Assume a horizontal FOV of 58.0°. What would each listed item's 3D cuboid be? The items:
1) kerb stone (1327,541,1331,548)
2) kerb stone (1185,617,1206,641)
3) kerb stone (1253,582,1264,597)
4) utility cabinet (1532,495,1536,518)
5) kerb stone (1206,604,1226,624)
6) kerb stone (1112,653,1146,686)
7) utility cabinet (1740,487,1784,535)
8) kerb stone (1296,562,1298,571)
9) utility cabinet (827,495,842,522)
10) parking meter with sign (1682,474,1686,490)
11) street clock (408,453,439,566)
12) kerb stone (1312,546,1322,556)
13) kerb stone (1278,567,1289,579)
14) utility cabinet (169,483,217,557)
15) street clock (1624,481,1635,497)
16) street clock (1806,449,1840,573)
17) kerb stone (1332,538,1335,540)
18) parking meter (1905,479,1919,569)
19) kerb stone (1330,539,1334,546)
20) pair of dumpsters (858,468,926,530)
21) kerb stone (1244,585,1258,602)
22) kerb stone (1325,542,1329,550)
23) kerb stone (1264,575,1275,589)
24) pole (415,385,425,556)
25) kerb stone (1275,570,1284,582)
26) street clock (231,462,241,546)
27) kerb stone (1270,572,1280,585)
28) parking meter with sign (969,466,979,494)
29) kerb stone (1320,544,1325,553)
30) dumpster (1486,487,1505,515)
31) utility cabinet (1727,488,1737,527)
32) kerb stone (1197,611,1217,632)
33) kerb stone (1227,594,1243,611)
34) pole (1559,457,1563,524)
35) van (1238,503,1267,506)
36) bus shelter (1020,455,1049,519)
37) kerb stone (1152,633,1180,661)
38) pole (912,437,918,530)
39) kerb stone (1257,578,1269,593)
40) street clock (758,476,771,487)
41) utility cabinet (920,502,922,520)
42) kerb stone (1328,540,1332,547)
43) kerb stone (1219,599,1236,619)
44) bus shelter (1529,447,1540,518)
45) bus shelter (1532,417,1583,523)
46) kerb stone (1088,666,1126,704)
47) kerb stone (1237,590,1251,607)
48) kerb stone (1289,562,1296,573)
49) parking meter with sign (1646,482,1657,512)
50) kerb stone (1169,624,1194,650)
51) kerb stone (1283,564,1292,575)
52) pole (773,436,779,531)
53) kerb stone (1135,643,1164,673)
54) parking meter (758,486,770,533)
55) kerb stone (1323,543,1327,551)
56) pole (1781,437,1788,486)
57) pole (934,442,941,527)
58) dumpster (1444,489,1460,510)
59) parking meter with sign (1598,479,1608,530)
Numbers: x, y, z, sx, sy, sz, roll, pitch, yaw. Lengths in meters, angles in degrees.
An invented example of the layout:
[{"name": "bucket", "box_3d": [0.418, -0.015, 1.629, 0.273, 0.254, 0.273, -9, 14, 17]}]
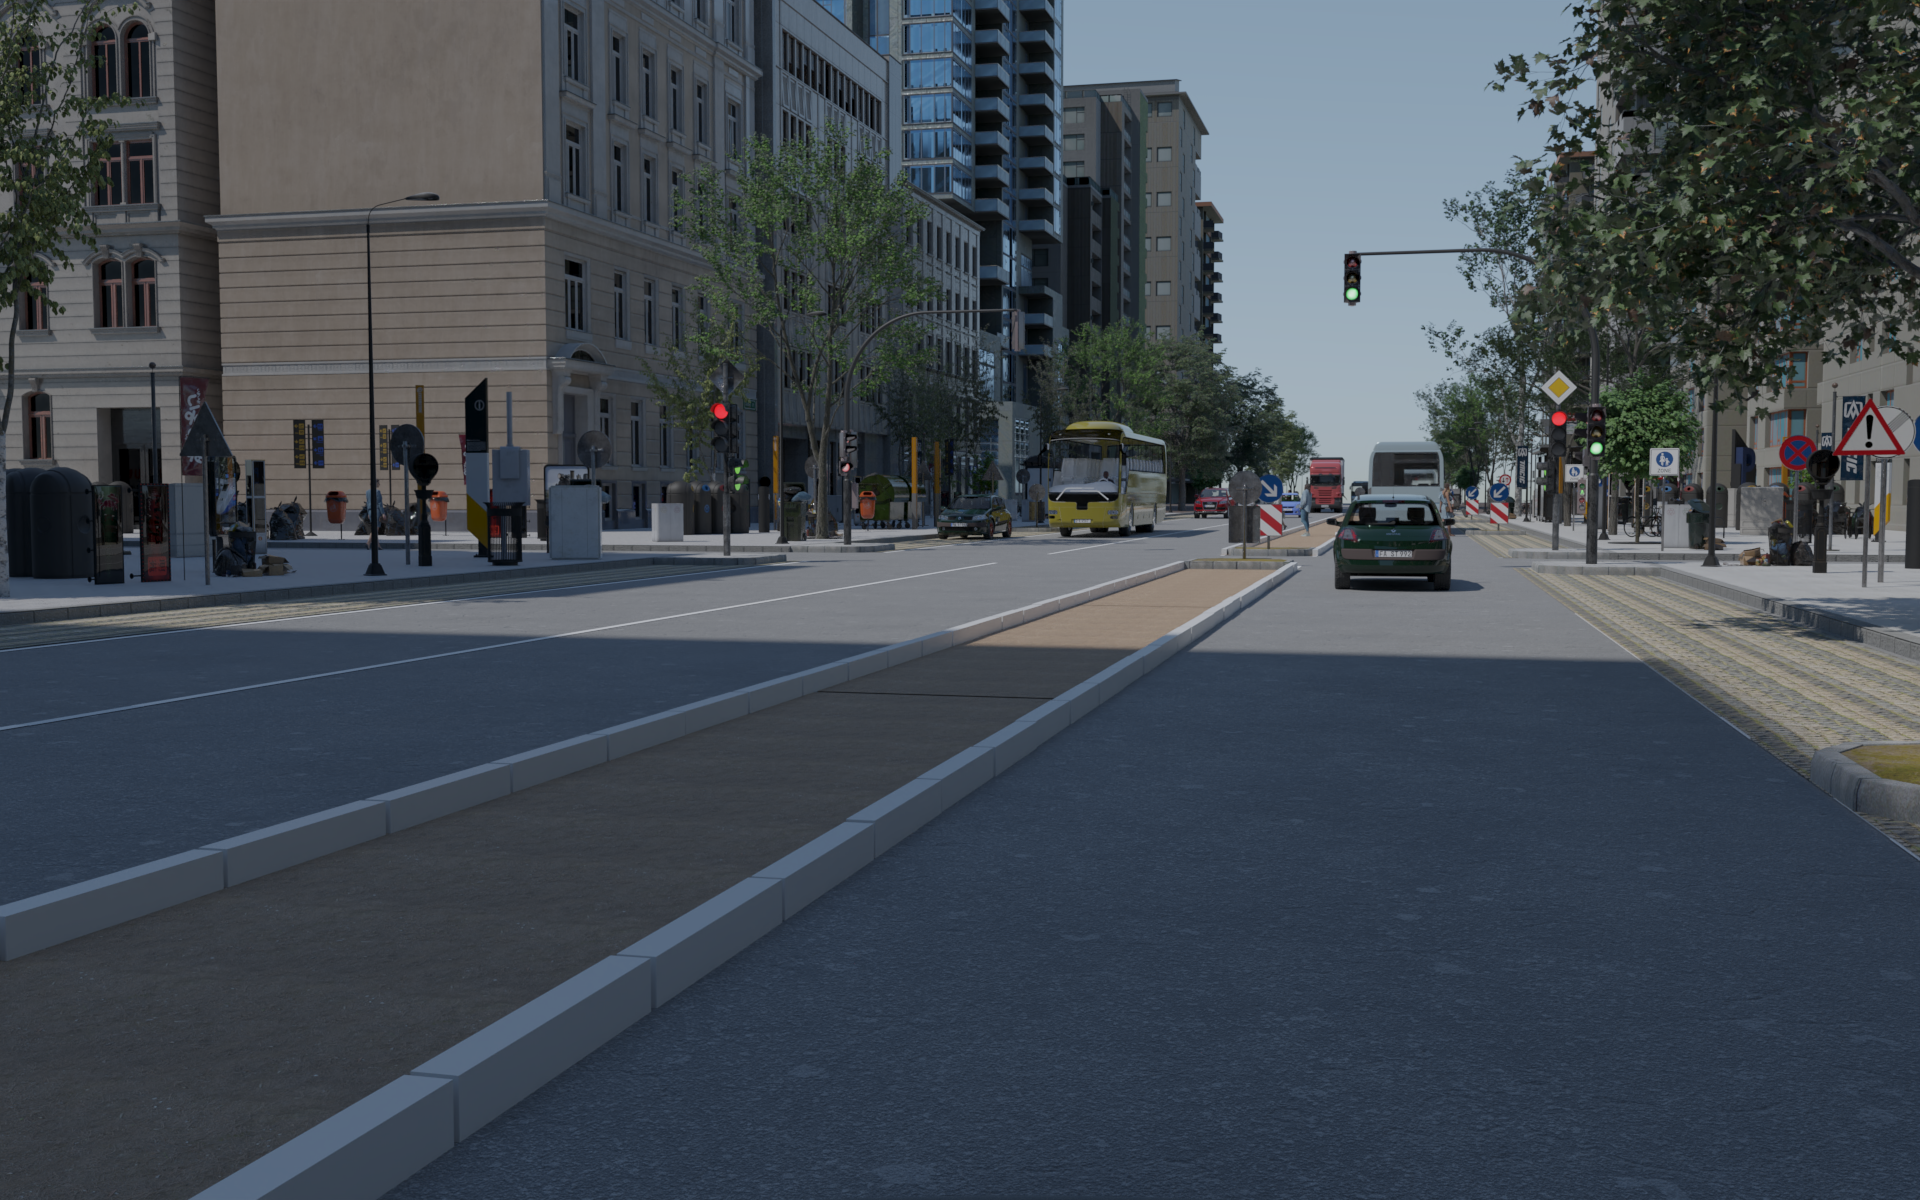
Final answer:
[{"name": "kerb stone", "box_3d": [9.384, -1.362, 44.549, 0.120, 0.150, 1.000, 1, 4, 14]}, {"name": "kerb stone", "box_3d": [2.305, 0.305, 17.217, 0.120, 0.150, 1.000, 1, 4, 14]}, {"name": "kerb stone", "box_3d": [4.104, -0.119, 24.149, 0.120, 0.150, 1.000, 1, 4, 14]}, {"name": "utility cabinet", "box_3d": [31.526, -5.116, 94.814, 0.306, 1.237, 1.020, 2, 4, 23]}, {"name": "kerb stone", "box_3d": [2.808, 0.183, 19.200, 0.120, 0.150, 1.000, 1, 4, 14]}, {"name": "kerb stone", "box_3d": [1.267, 0.549, 13.248, 0.120, 0.150, 1.000, 1, 4, 14]}, {"name": "utility cabinet", "box_3d": [24.766, -2.742, 53.509, 1.173, 1.500, 0.318, 2, 4, 29]}, {"name": "kerb stone", "box_3d": [6.160, -0.604, 32.080, 0.120, 0.150, 1.000, 1, 4, 14]}, {"name": "utility cabinet", "box_3d": [-5.712, -4.184, 79.573, 1.020, 1.237, 0.306, 2, 4, 27]}, {"name": "parking meter with sign", "box_3d": [45.038, -6.796, 107.382, 0.543, 3.016, 1.738, 3, 4, 36]}, {"name": "street clock", "box_3d": [-9.518, -1.602, 30.771, 0.471, 2.002, 0.358, -3, 4, -37]}, {"name": "kerb stone", "box_3d": [8.345, -1.120, 40.564, 0.120, 0.150, 1.000, 1, 4, 14]}, {"name": "kerb stone", "box_3d": [5.387, -0.423, 29.111, 0.120, 0.150, 1.000, 1, 4, 14]}, {"name": "utility cabinet", "box_3d": [-15.682, -1.631, 35.351, 0.318, 1.500, 1.173, 1, 4, 20]}, {"name": "street clock", "box_3d": [30.312, -4.520, 78.468, 0.471, 2.002, 0.358, 1, 4, 18]}, {"name": "street clock", "box_3d": [13.958, -1.437, 28.064, 0.471, 2.002, 0.358, 1, 4, 16]}, {"name": "kerb stone", "box_3d": [10.153, -1.549, 47.523, 0.120, 0.150, 1.000, 1, 4, 14]}, {"name": "parking meter", "box_3d": [16.447, -1.303, 29.721, 0.372, 1.533, 0.369, 0, 3, 0]}, {"name": "kerb stone", "box_3d": [9.900, -1.486, 46.526, 0.120, 0.150, 1.000, 1, 4, 14]}, {"name": "pair of dumpsters", "box_3d": [-2.558, -3.773, 64.175, 1.574, 2.255, 4.437, 1, 4, 14]}, {"name": "kerb stone", "box_3d": [3.845, -0.059, 23.158, 0.120, 0.150, 1.000, 1, 4, 14]}, {"name": "kerb stone", "box_3d": [9.130, -1.301, 43.554, 0.120, 0.150, 1.000, 1, 4, 14]}, {"name": "kerb stone", "box_3d": [4.612, -0.241, 26.132, 0.120, 0.150, 1.000, 1, 4, 14]}, {"name": "pole", "box_3d": [-10.106, -2.364, 32.492, 0.158, 3.312, 0.155, 0, 3, 0]}, {"name": "kerb stone", "box_3d": [5.131, -0.357, 28.119, 0.120, 0.150, 1.000, 1, 4, 14]}, {"name": "street clock", "box_3d": [-15.906, -2.032, 37.800, 0.358, 2.002, 0.471, 0, 4, 5]}, {"name": "kerb stone", "box_3d": [4.877, -0.302, 27.126, 0.120, 0.150, 1.000, 1, 4, 14]}, {"name": "parking meter with sign", "box_3d": [1.271, -6.777, 107.056, 0.543, 3.016, 1.738, -2, 4, -34]}, {"name": "kerb stone", "box_3d": [8.609, -1.184, 41.557, 0.120, 0.150, 1.000, 1, 4, 14]}, {"name": "dumpster", "box_3d": [33.418, -6.241, 107.794, 1.264, 1.857, 1.865, 1, 4, 14]}, {"name": "utility cabinet", "box_3d": [30.128, -3.613, 67.752, 0.318, 1.500, 1.173, 0, 4, -4]}, {"name": "kerb stone", "box_3d": [2.560, 0.246, 18.209, 0.120, 0.150, 1.000, 1, 4, 14]}, {"name": "kerb stone", "box_3d": [3.317, 0.062, 21.181, 0.120, 0.150, 1.000, 1, 4, 14]}, {"name": "pole", "box_3d": [25.738, -4.919, 74.273, 0.158, 3.312, 0.155, 0, 3, 0]}, {"name": "van", "box_3d": [20.489, -6.988, 121.260, 2.013, 2.044, 4.112, 1, 4, 16]}, {"name": "bus shelter", "box_3d": [4.746, -6.026, 92.452, 2.014, 3.302, 5.546, 1, 4, 14]}, {"name": "kerb stone", "box_3d": [1.786, 0.426, 15.226, 0.120, 0.150, 1.000, 1, 4, 14]}, {"name": "pole", "box_3d": [-1.631, -4.189, 62.333, 0.158, 3.312, 0.155, 0, 3, 0]}, {"name": "kerb stone", "box_3d": [4.354, -0.180, 25.143, 0.120, 0.150, 1.000, 1, 4, 14]}, {"name": "street clock", "box_3d": [-7.967, -4.039, 70.605, 0.471, 2.002, 0.358, -2, 4, -25]}, {"name": "utility cabinet", "box_3d": [-2.030, -4.516, 84.994, 0.306, 1.237, 1.020, 1, 4, 16]}, {"name": "kerb stone", "box_3d": [9.637, -1.425, 45.539, 0.120, 0.150, 1.000, 1, 4, 14]}, {"name": "kerb stone", "box_3d": [3.074, 0.123, 20.188, 0.120, 0.150, 1.000, 1, 4, 14]}, {"name": "bus shelter", "box_3d": [30.386, -6.000, 89.378, 1.731, 3.624, 6.357, 1, 4, 14]}, {"name": "bus shelter", "box_3d": [28.012, -6.337, 81.250, 2.179, 5.291, 8.768, 1, 4, 15]}, {"name": "kerb stone", "box_3d": [1.016, 0.608, 12.257, 0.120, 0.150, 1.000, 1, 4, 14]}, {"name": "kerb stone", "box_3d": [3.590, 0.002, 22.168, 0.120, 0.150, 1.000, 1, 4, 14]}, {"name": "kerb stone", "box_3d": [5.893, -0.544, 31.094, 0.120, 0.150, 1.000, 1, 4, 14]}, {"name": "parking meter with sign", "box_3d": [42.445, -6.816, 107.699, 1.738, 3.016, 0.543, 2, 4, 25]}, {"name": "kerb stone", "box_3d": [2.044, 0.365, 16.223, 0.120, 0.150, 1.000, 1, 4, 14]}, {"name": "kerb stone", "box_3d": [5.638, -0.484, 30.102, 0.120, 0.150, 1.000, 1, 4, 14]}, {"name": "pole", "box_3d": [-6.467, -4.103, 60.922, 0.158, 3.312, 0.155, 0, 3, 0]}, {"name": "kerb stone", "box_3d": [1.531, 0.489, 14.236, 0.120, 0.150, 1.000, 1, 4, 14]}, {"name": "parking meter", "box_3d": [-6.524, -3.012, 57.663, 0.372, 1.533, 0.369, 0, 3, 0]}, {"name": "kerb stone", "box_3d": [8.867, -1.239, 42.566, 0.120, 0.150, 1.000, 1, 4, 14]}, {"name": "pole", "box_3d": [29.295, -4.142, 61.564, 0.158, 3.312, 0.155, 0, 3, 0]}, {"name": "pole", "box_3d": [-0.922, -4.512, 67.622, 0.158, 3.312, 0.155, 0, 3, 0]}, {"name": "dumpster", "box_3d": [39.061, -7.970, 138.532, 1.865, 1.857, 1.264, 1, 4, 16]}, {"name": "parking meter with sign", "box_3d": [23.228, -4.074, 62.867, 0.543, 3.016, 1.738, 2, 4, 31]}]
